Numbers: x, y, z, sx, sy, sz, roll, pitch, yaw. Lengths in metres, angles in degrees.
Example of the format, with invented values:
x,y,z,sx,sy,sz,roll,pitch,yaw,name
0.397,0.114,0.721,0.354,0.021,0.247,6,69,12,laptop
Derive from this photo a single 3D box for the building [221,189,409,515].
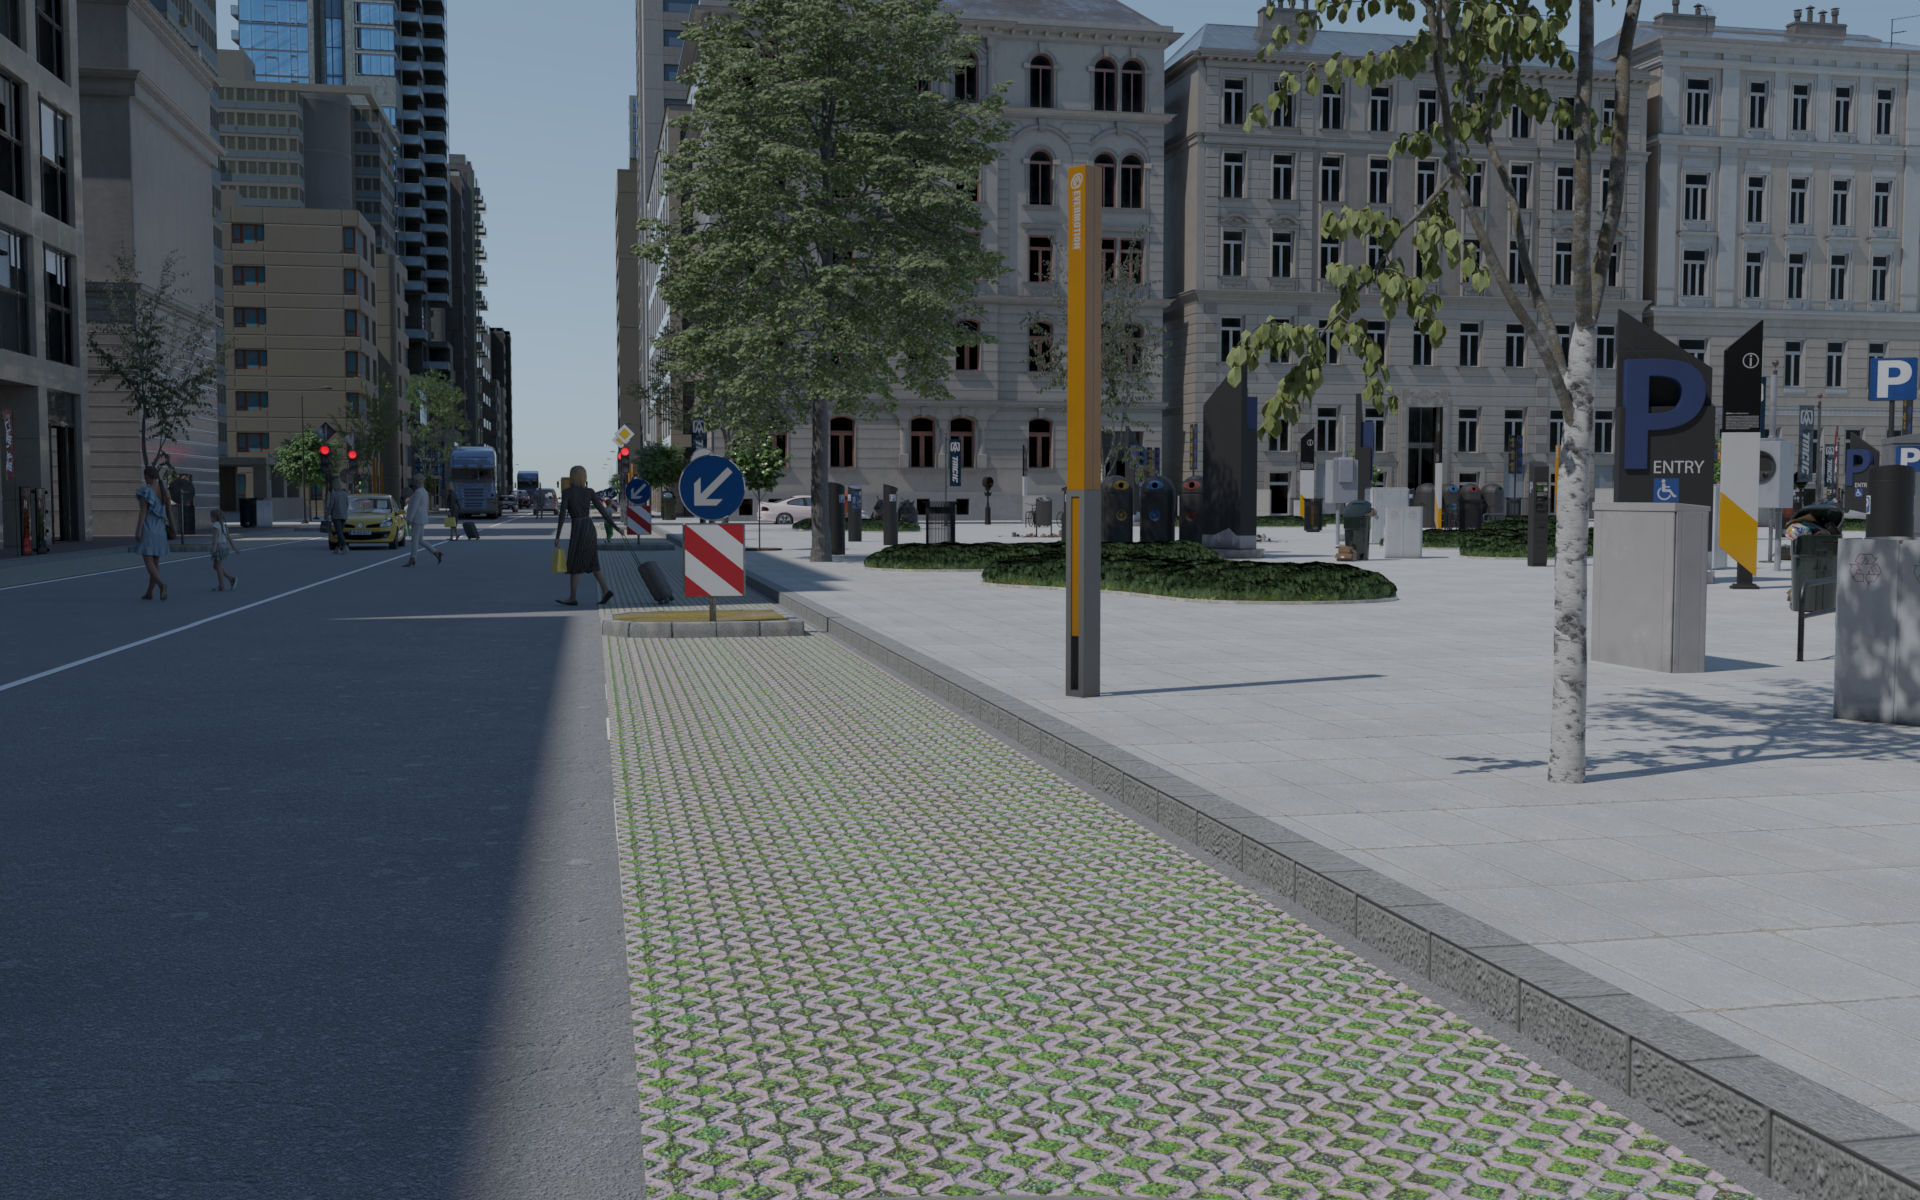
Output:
x,y,z,sx,sy,sz,roll,pitch,yaw,name
-53.108,-16.632,116.966,27.650,21.520,28.899,-1,4,-12,building

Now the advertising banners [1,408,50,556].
x,y,z,sx,sy,sz,roll,pitch,yaw,name
-19.509,-2.444,36.145,0.090,3.025,2.074,0,4,-6,advertising banners

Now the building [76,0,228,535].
x,y,z,sx,sy,sz,roll,pitch,yaw,name
-38.165,-13.162,57.007,24.055,21.916,13.314,-1,4,-12,building

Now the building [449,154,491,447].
x,y,z,sx,sy,sz,roll,pitch,yaw,name
-77.829,-38.085,242.300,23.786,49.044,30.456,-1,4,-12,building

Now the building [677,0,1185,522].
x,y,z,sx,sy,sz,roll,pitch,yaw,name
-2.102,-18.411,88.406,23.554,28.519,14.401,-1,4,-12,building

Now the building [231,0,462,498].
x,y,z,sx,sy,sz,roll,pitch,yaw,name
-64.492,-53.226,182.921,22.319,86.520,31.000,-1,4,-12,building

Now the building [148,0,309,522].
x,y,z,sx,sy,sz,roll,pitch,yaw,name
-49.385,-23.863,82.033,32.217,40.220,23.993,-1,4,-12,building

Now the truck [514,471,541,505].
x,y,z,sx,sy,sz,roll,pitch,yaw,name
-50.983,-13.195,205.499,2.967,4.110,18.799,-1,4,-12,truck

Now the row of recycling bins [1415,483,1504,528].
x,y,z,sx,sy,sz,roll,pitch,yaw,name
19.015,-3.603,66.016,3.534,1.692,1.069,-1,4,-13,row of recycling bins

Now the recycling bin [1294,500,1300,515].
x,y,z,sx,sy,sz,roll,pitch,yaw,name
13.987,-3.554,70.663,0.722,1.027,0.722,1,4,11,recycling bin

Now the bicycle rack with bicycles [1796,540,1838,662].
x,y,z,sx,sy,sz,roll,pitch,yaw,name
7.885,-0.001,13.405,2.852,0.926,2.925,3,5,41,bicycle rack with bicycles

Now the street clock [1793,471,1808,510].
x,y,z,sx,sy,sz,roll,pitch,yaw,name
26.096,-3.010,53.784,0.471,2.002,0.358,2,4,32,street clock

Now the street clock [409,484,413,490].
x,y,z,sx,sy,sz,roll,pitch,yaw,name
-40.500,-7.538,127.824,0.358,2.002,0.471,-1,4,-14,street clock

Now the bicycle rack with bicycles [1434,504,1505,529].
x,y,z,sx,sy,sz,roll,pitch,yaw,name
17.831,-2.927,61.239,2.852,0.926,2.925,3,5,41,bicycle rack with bicycles

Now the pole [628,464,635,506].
x,y,z,sx,sy,sz,roll,pitch,yaw,name
-22.095,-7.529,116.949,0.158,3.312,0.155,0,3,0,pole

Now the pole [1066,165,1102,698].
x,y,z,sx,sy,sz,roll,pitch,yaw,name
0.780,-1.043,10.900,0.158,3.312,0.155,0,3,0,pole

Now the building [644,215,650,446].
x,y,z,sx,sy,sz,roll,pitch,yaw,name
-18.929,-21.836,142.917,13.634,28.700,20.117,-1,4,-12,building

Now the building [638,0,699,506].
x,y,z,sx,sy,sz,roll,pitch,yaw,name
-20.540,-38.358,169.146,21.231,58.520,28.212,-1,4,-12,building

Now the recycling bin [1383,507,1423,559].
x,y,z,sx,sy,sz,roll,pitch,yaw,name
8.882,-1.356,34.732,0.722,1.027,0.722,1,4,11,recycling bin

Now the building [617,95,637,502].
x,y,z,sx,sy,sz,roll,pitch,yaw,name
-42.679,-58.664,271.833,22.319,86.520,31.000,-1,4,-12,building

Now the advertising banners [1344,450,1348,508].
x,y,z,sx,sy,sz,roll,pitch,yaw,name
15.201,-4.402,68.158,0.090,3.025,2.074,1,4,15,advertising banners

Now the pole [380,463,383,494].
x,y,z,sx,sy,sz,roll,pitch,yaw,name
-37.682,-7.278,112.833,0.158,3.312,0.155,0,3,0,pole

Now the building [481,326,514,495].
x,y,z,sx,sy,sz,roll,pitch,yaw,name
-83.489,-31.939,293.896,14.160,30.474,14.107,-1,4,-12,building

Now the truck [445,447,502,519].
x,y,z,sx,sy,sz,roll,pitch,yaw,name
-28.994,-7.000,104.210,2.967,4.110,18.799,-1,4,-14,truck

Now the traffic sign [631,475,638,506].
x,y,z,sx,sy,sz,roll,pitch,yaw,name
-21.742,-7.120,116.510,0.768,2.556,0.104,-1,4,-11,traffic sign

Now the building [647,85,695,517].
x,y,z,sx,sy,sz,roll,pitch,yaw,name
-10.614,-19.087,116.588,19.350,26.468,34.151,-1,4,-12,building

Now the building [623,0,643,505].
x,y,z,sx,sy,sz,roll,pitch,yaw,name
-31.731,-47.556,215.787,20.563,71.187,20.611,-1,4,-12,building

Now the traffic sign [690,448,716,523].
x,y,z,sx,sy,sz,roll,pitch,yaw,name
-7.072,-2.927,47.956,0.768,2.556,0.104,0,4,-4,traffic sign

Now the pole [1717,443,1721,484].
x,y,z,sx,sy,sz,roll,pitch,yaw,name
30.021,-4.561,68.415,0.158,3.312,0.155,0,3,0,pole

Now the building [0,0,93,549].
x,y,z,sx,sy,sz,roll,pitch,yaw,name
-29.676,-13.680,28.190,19.350,26.468,34.151,-1,4,-12,building

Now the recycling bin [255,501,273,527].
x,y,z,sx,sy,sz,roll,pitch,yaw,name
-27.246,-3.358,67.461,0.722,1.027,0.722,-3,4,-38,recycling bin

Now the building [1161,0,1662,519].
x,y,z,sx,sy,sz,roll,pitch,yaw,name
22.077,-18.009,91.706,25.104,27.353,12.463,-1,4,-12,building

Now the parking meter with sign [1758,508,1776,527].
x,y,z,sx,sy,sz,roll,pitch,yaw,name
31.095,-4.311,66.742,1.738,3.016,0.543,1,4,21,parking meter with sign

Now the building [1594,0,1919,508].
x,y,z,sx,sy,sz,roll,pitch,yaw,name
44.007,-19.041,97.227,20.117,28.700,13.634,-1,4,-12,building

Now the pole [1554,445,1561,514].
x,y,z,sx,sy,sz,roll,pitch,yaw,name
24.921,-4.794,72.219,0.158,3.312,0.155,0,3,0,pole

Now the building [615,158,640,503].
x,y,z,sx,sy,sz,roll,pitch,yaw,name
-37.924,-38.116,246.896,21.300,48.544,21.600,-1,4,-12,building

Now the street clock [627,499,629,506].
x,y,z,sx,sy,sz,roll,pitch,yaw,name
-27.462,-8.476,143.157,0.471,2.002,0.358,-1,4,-10,street clock

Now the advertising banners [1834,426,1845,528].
x,y,z,sx,sy,sz,roll,pitch,yaw,name
22.168,-2.905,43.691,0.090,3.025,2.074,1,4,22,advertising banners

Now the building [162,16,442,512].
x,y,z,sx,sy,sz,roll,pitch,yaw,name
-64.180,-28.373,155.776,32.217,40.220,23.993,-1,4,-12,building

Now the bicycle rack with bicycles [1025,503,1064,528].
x,y,z,sx,sy,sz,roll,pitch,yaw,name
3.526,-3.270,66.854,2.852,0.926,2.925,2,4,28,bicycle rack with bicycles

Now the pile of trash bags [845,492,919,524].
x,y,z,sx,sy,sz,roll,pitch,yaw,name
-3.318,-3.671,69.768,3.447,1.369,1.912,0,4,4,pile of trash bags

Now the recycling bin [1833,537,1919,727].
x,y,z,sx,sy,sz,roll,pitch,yaw,name
5.486,0.166,9.837,0.722,1.027,0.722,-3,4,-39,recycling bin

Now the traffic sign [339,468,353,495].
x,y,z,sx,sy,sz,roll,pitch,yaw,name
-30.217,-5.220,85.453,0.768,2.556,0.104,0,4,-8,traffic sign

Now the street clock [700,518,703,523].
x,y,z,sx,sy,sz,roll,pitch,yaw,name
-7.178,-2.676,48.330,0.358,2.002,0.471,-1,4,-8,street clock

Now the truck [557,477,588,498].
x,y,z,sx,sy,sz,roll,pitch,yaw,name
-43.319,-12.100,193.765,3.469,3.379,9.791,-1,4,-13,truck

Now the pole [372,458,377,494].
x,y,z,sx,sy,sz,roll,pitch,yaw,name
-32.775,-6.311,97.021,0.158,3.312,0.155,0,3,0,pole

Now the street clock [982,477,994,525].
x,y,z,sx,sy,sz,roll,pitch,yaw,name
1.163,-4.139,72.239,0.358,2.002,0.471,3,5,45,street clock

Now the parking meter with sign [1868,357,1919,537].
x,y,z,sx,sy,sz,roll,pitch,yaw,name
11.661,-1.540,21.432,0.543,3.016,1.738,1,4,19,parking meter with sign

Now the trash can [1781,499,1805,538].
x,y,z,sx,sy,sz,roll,pitch,yaw,name
24.453,-2.406,50.994,0.748,1.137,0.748,0,3,0,trash can

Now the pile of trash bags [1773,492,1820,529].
x,y,z,sx,sy,sz,roll,pitch,yaw,name
30.564,-3.256,62.984,1.912,1.369,3.447,3,5,41,pile of trash bags

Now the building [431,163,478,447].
x,y,z,sx,sy,sz,roll,pitch,yaw,name
-65.645,-32.046,207.538,14.154,41.232,14.086,-1,4,-12,building

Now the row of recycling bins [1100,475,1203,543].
x,y,z,sx,sy,sz,roll,pitch,yaw,name
4.763,-1.907,38.295,3.534,1.692,1.069,1,4,17,row of recycling bins

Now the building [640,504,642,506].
x,y,z,sx,sy,sz,roll,pitch,yaw,name
-20.167,-30.859,196.424,32.217,40.220,23.993,-1,4,-12,building

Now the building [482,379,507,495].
x,y,z,sx,sy,sz,roll,pitch,yaw,name
-86.081,-26.094,271.672,27.650,21.520,28.899,-1,4,-12,building

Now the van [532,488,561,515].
x,y,z,sx,sy,sz,roll,pitch,yaw,name
-29.049,-7.003,121.516,2.013,2.044,4.112,-1,4,-11,van
